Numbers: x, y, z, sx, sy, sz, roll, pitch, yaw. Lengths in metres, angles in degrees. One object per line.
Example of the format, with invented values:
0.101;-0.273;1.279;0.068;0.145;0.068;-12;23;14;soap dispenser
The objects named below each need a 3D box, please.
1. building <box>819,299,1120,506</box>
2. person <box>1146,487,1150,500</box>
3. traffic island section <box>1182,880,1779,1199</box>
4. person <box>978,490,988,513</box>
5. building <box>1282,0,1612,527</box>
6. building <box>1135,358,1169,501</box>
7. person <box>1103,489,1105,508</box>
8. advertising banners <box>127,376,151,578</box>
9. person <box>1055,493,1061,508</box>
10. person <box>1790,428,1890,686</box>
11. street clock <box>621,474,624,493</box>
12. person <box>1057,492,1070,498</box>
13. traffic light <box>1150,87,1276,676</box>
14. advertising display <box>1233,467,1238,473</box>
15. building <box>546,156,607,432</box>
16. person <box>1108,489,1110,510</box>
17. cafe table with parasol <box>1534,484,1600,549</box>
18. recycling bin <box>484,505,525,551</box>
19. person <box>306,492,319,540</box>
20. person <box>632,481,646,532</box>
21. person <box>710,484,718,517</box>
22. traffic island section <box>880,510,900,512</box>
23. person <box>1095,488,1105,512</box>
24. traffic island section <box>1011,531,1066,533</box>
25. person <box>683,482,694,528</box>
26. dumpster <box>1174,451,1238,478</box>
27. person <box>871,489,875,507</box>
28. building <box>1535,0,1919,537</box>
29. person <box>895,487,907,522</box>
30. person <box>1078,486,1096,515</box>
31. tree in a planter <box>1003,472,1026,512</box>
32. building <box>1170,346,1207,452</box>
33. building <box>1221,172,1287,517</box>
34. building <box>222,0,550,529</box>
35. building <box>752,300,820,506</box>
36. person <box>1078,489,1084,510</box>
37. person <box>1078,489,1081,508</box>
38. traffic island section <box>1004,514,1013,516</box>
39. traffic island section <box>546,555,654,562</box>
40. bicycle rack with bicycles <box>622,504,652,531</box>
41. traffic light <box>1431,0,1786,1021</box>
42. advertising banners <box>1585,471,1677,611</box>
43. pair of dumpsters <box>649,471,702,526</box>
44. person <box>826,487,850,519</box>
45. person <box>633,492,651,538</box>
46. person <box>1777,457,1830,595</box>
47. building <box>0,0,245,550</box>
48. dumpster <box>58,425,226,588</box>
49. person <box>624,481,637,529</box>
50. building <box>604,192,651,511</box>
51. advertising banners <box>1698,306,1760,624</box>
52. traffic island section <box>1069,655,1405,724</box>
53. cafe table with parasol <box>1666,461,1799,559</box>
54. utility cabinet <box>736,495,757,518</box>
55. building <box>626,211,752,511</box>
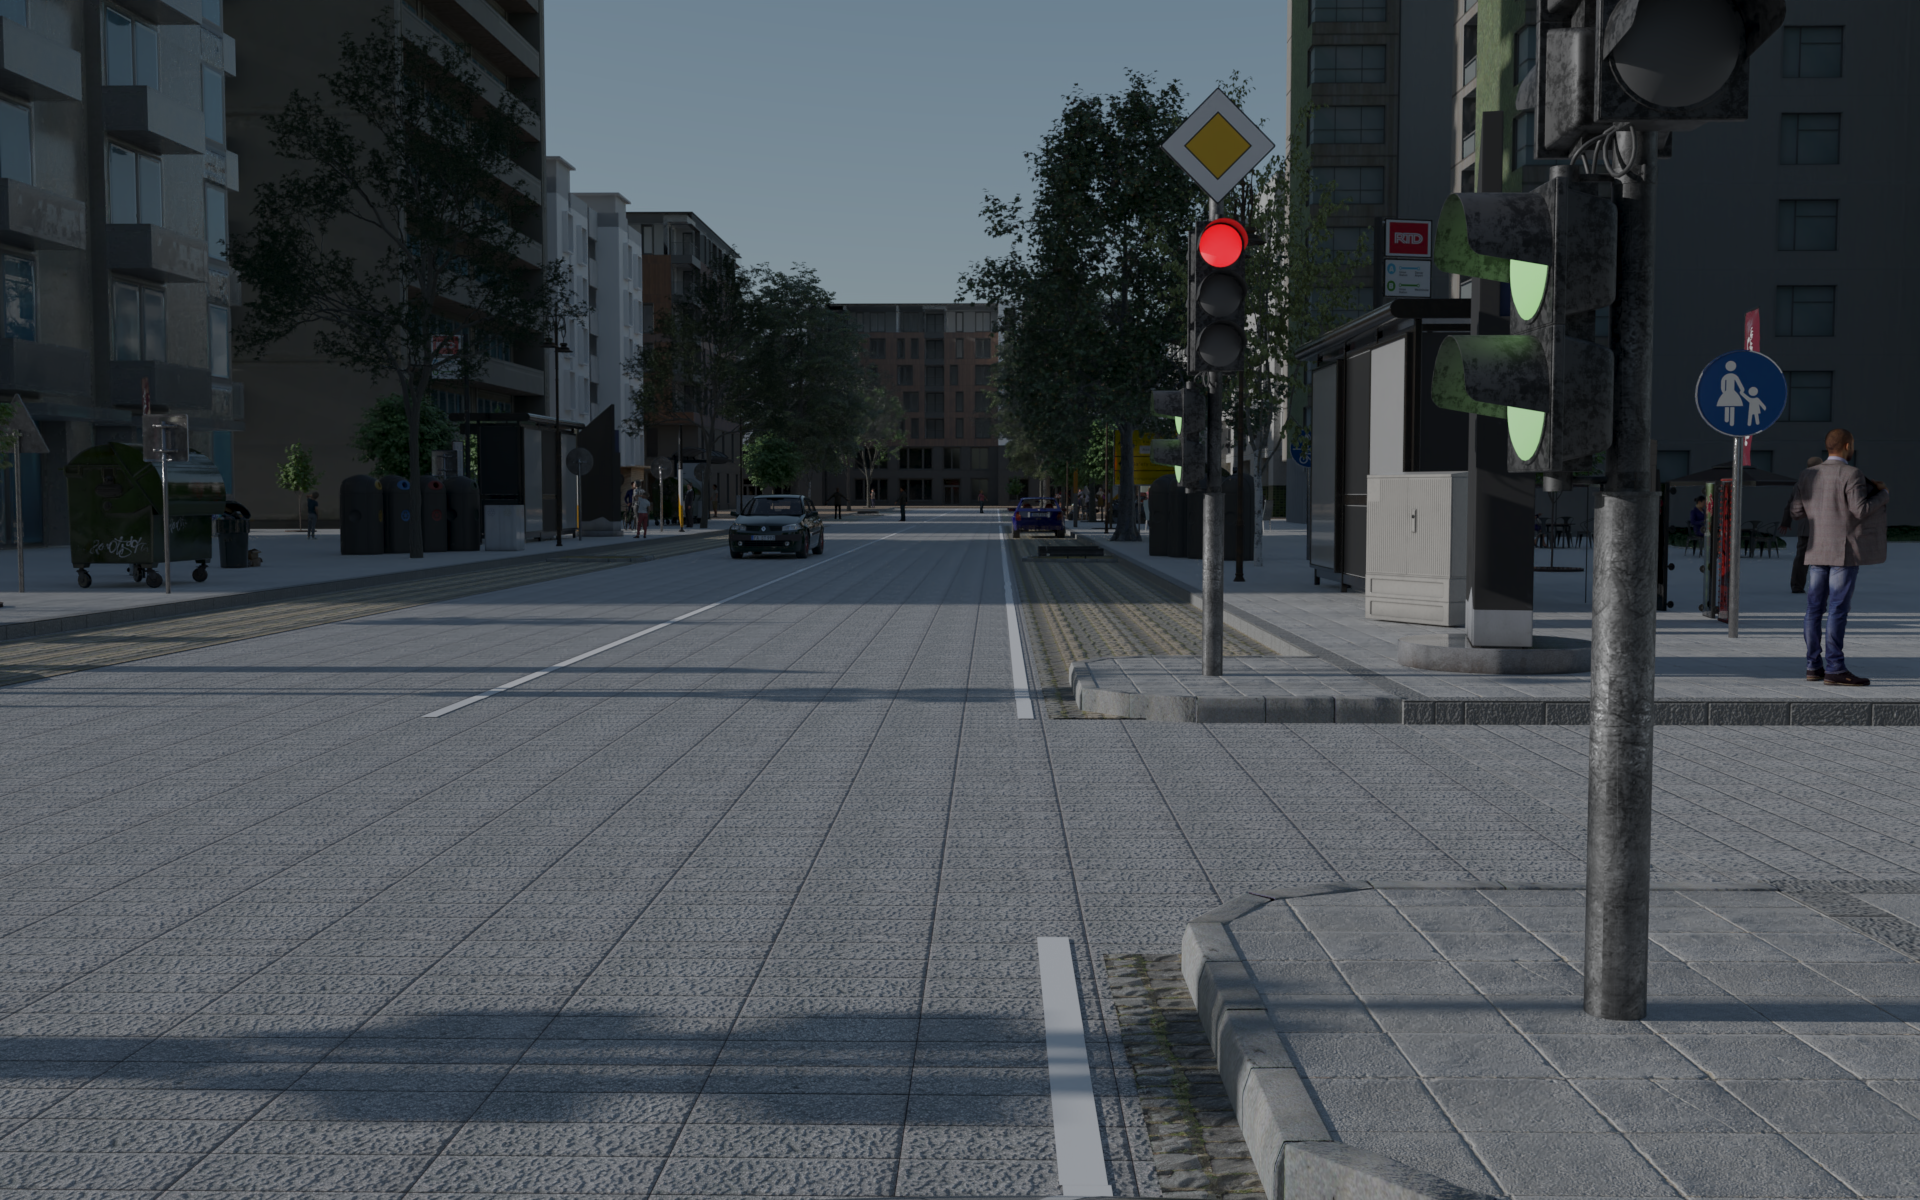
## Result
2.121;-21.524;195.891;32.646;21.610;27.936;0;4;1;building
13.213;-6.948;120.369;1.217;1.743;0.721;2;4;33;person
1.643;1.100;4.288;2.009;0.180;2.903;0;4;1;traffic island section
1.675;-7.261;127.935;0.721;1.743;1.217;2;4;35;person
21.952;-24.211;79.437;14.154;41.232;14.086;0;4;1;building
24.406;-20.373;189.517;11.380;20.091;16.016;0;4;1;building
13.517;-9.552;162.894;1.217;1.739;0.721;-2;4;-32;person
-12.595;-1.857;26.545;0.090;3.025;2.074;-2;4;-34;advertising banners
9.141;-9.266;160.729;0.628;1.438;0.799;2;4;27;person
5.977;-0.299;11.747;0.431;1.722;0.655;-1;4;-13;person
-11.707;-3.336;59.108;0.471;2.002;0.358;1;4;17;street clock
8.932;-8.796;149.802;1.348;1.831;0.705;-2;4;-28;person
1.769;-1.421;12.158;0.839;4.253;0.868;0;4;1;traffic light
6.651;-2.225;41.599;0.123;1.923;0.974;1;4;16;advertising display
-28.945;-14.607;95.245;16.016;20.091;11.380;0;4;1;building
6.965;-4.419;80.761;0.387;1.526;0.523;0;4;-1;person
14.140;-2.215;41.074;2.610;1.966;2.610;0;4;0;cafe table with parasol
-10.304;-1.629;39.187;0.722;1.027;0.722;0;4;2;recycling bin
-18.288;-2.382;48.898;0.435;1.345;0.340;0;4;2;person
-10.721;-3.126;57.868;0.376;1.734;0.841;2;4;26;person
-13.463;-5.436;94.928;0.705;1.824;1.348;-1;4;-21;person
-5.465;-7.238;141.205;1.991;0.108;1.994;0;4;1;traffic island section
10.284;-7.313;126.336;1.217;1.736;0.721;-1;4;-23;person
2.882;-2.508;63.869;1.991;0.108;1.994;0;4;1;traffic island section
-10.495;-3.635;66.285;0.742;1.727;0.445;1;4;21;person
5.519;-2.266;39.549;1.502;2.255;1.985;0;4;1;dumpster
-8.299;-9.562;162.913;0.750;1.759;0.617;3;5;40;person
23.801;-22.860;57.350;14.154;41.232;14.086;0;4;1;building
-3.023;-5.012;90.463;0.705;1.821;1.348;2;4;24;person
7.121;-5.555;97.602;1.217;1.736;0.721;1;4;14;person
4.516;-8.857;142.032;1.991;3.239;1.994;0;4;1;tree in a planter
26.357;-16.502;136.258;16.747;18.905;31.486;0;4;1;building
25.874;-14.506;103.631;16.747;18.905;31.486;0;4;1;building
-30.749;-27.452;72.550;21.300;48.544;21.600;0;4;1;building
-30.524;-21.550;196.315;32.646;21.610;27.936;0;4;1;building
9.899;-8.162;140.435;0.756;1.711;0.436;0;4;7;person
11.101;-9.307;158.738;0.750;1.759;0.617;3;5;44;person
3.925;-5.594;114.334;1.991;0.108;1.994;0;4;1;traffic island section
-7.636;-0.872;37.128;1.991;0.108;1.994;0;4;1;traffic island section
-12.049;-2.898;60.772;2.852;0.926;2.925;0;4;-4;bicycle rack with bicycles
1.603;-0.933;4.175;0.839;4.253;0.868;0;4;1;traffic light
7.490;-1.443;19.784;0.090;3.025;2.074;-1;4;-14;advertising banners
-11.830;-4.260;72.142;1.574;2.255;4.437;0;4;1;pair of dumpsters
-6.917;-5.470;98.067;1.348;1.807;0.705;0;4;4;person
-9.261;-2.474;50.397;0.435;1.345;0.340;-3;5;-41;person
10.961;-0.955;22.209;0.434;1.755;0.990;-2;4;-23;person
-31.867;-25.626;38.586;23.786;49.044;30.456;0;4;1;building
-11.462;-1.334;24.312;1.502;2.255;1.985;0;4;1;dumpster
-11.825;-3.427;62.780;0.576;1.737;0.504;-2;4;-29;person
-27.960;-15.319;106.894;16.016;20.091;11.380;0;4;1;building
7.649;-1.287;17.232;0.090;3.025;2.074;1;4;12;advertising banners
1.809;0.612;12.271;2.009;0.180;2.903;0;4;1;traffic island section
15.631;-1.843;35.004;2.610;1.966;2.610;1;4;18;cafe table with parasol
-9.911;-4.256;80.747;1.020;1.237;0.306;0;4;-6;utility cabinet
-35.314;-18.091;139.763;32.646;21.610;27.936;0;4;1;building
